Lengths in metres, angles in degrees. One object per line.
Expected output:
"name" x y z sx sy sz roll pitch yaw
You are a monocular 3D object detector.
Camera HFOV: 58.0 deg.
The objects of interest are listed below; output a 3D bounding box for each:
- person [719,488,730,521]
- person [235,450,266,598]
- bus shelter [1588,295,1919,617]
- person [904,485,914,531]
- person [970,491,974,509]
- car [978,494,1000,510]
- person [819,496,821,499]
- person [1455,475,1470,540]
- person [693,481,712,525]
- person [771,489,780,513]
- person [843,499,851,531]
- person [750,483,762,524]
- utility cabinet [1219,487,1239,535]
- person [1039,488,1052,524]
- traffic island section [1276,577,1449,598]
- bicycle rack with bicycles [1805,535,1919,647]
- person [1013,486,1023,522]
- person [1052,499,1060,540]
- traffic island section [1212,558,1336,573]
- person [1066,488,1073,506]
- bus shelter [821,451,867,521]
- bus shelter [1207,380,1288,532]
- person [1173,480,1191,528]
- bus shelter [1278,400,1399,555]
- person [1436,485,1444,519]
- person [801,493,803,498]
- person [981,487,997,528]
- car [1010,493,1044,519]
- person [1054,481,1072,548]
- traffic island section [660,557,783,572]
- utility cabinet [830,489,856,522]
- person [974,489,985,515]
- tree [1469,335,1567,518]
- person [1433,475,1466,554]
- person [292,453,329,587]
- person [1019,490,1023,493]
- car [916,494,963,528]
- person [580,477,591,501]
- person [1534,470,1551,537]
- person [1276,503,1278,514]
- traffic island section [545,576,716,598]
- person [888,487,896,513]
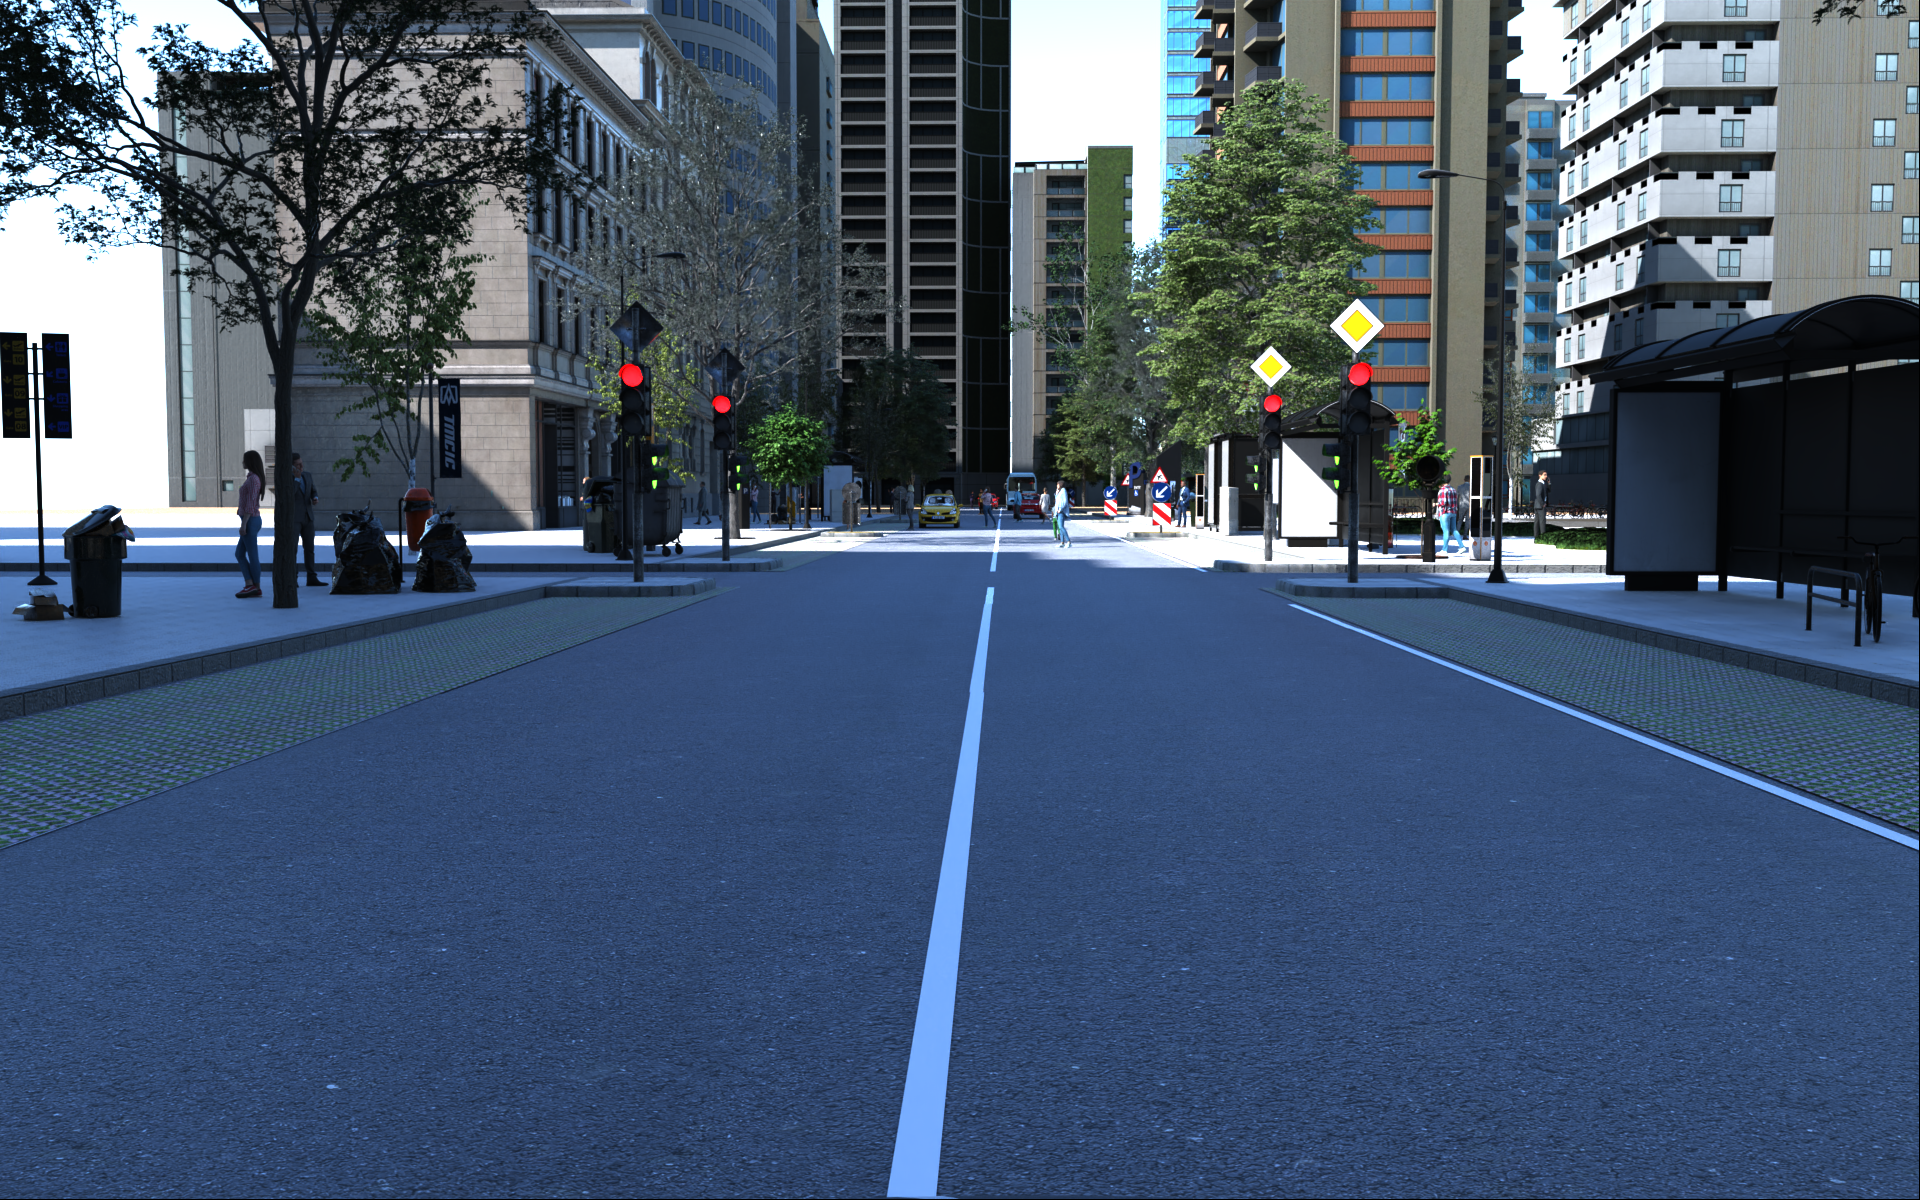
"person" -11.185 -4.726 83.273 0.822 1.834 0.622 0 4 -7
"person" -8.808 -0.944 21.484 0.388 1.821 0.555 -2 4 -24
"bus shelter" 9.317 -1.618 20.378 2.014 3.302 5.546 0 4 1
"person" -2.032 -3.640 68.202 0.526 1.800 0.537 2 4 35
"person" 1.157 -9.575 165.965 0.541 1.710 0.530 -2 4 -27
"car" 2.643 -9.346 161.846 2.155 1.783 4.494 0 4 1
"person" -10.561 -7.808 134.391 0.721 1.739 1.217 -3 4 -36
"person" 14.189 -2.597 48.626 0.709 1.813 0.853 2 4 32
"person" -10.826 -4.074 72.756 0.767 1.812 0.694 0 4 -2
"person" -12.575 -6.790 117.861 0.742 1.727 0.445 -1 4 -12
"person" -4.259 -3.473 66.288 0.522 1.701 0.512 -2 4 -34
"person" -8.843 -4.182 75.013 0.643 1.750 0.593 -1 4 -22
"utility cabinet" 8.305 -2.734 53.384 0.318 1.500 1.173 1 4 23
"person" 4.091 -4.467 82.284 0.760 1.731 0.466 3 4 39
"traffic island section" 5.713 -0.172 25.097 2.009 0.180 2.903 0 4 1
"bicycle rack with bicycles" 8.796 -0.119 15.326 2.852 0.926 2.925 1 4 15
"person" 2.955 -4.831 87.510 0.620 1.820 0.660 2 4 26
"person" 3.003 -2.502 53.664 0.306 1.304 0.590 0 4 -3
"traffic island section" 5.912 -0.660 33.080 2.009 0.180 2.903 0 4 1
"person" 8.129 -7.556 131.664 1.348 1.869 0.705 -3 5 -42
"bus shelter" -5.707 -5.484 83.592 2.014 3.302 5.546 0 4 1
"bus shelter" 9.388 -4.934 58.309 2.179 5.291 8.768 0 4 2
"person" 8.501 -3.659 66.054 0.419 1.800 0.721 -2 4 -34
"bus shelter" 8.362 -2.759 39.041 2.014 3.302 5.546 0 4 2
"person" 18.799 -3.739 67.451 0.850 1.792 0.678 -2 4 -25
"person" -14.198 -8.740 152.125 0.799 1.438 0.628 -2 4 -26
"person" 1.247 -3.934 73.410 0.643 1.750 0.593 3 4 36
"car" 4.017 -5.648 101.380 2.155 1.783 4.494 0 4 1
"person" 2.757 -2.298 46.338 0.793 1.790 0.793 -3 4 -37
"traffic island section" -4.526 -0.677 33.344 2.009 0.180 2.903 0 4 1
"utility cabinet" -5.317 -4.283 78.699 1.173 1.500 0.318 -1 4 -22
"person" 1.485 -6.857 120.709 0.705 1.812 1.348 -3 5 -43
"tree" 26.005 -7.977 80.793 4.360 8.622 3.978 0 3 0
"person" 10.391 -1.830 36.793 0.563 1.720 0.643 -3 5 -41
"person" -9.044 -1.104 23.891 0.447 1.846 0.655 2 4 32
"person" 4.919 -7.788 136.546 0.721 1.743 1.217 -1 4 -8
"car" -0.868 -3.903 74.034 2.015 1.641 3.980 0 4 1
"person" -10.309 -2.521 47.812 0.362 1.759 0.519 -2 4 -24
"person" 15.228 -2.433 45.187 0.474 1.900 0.648 1 4 10
"person" 14.706 -4.461 79.374 0.834 1.777 0.661 3 4 38
"traffic island section" -4.725 -0.188 25.361 2.009 0.180 2.903 0 4 1
"person" -4.545 -6.704 116.452 0.445 1.727 0.742 1 4 19
